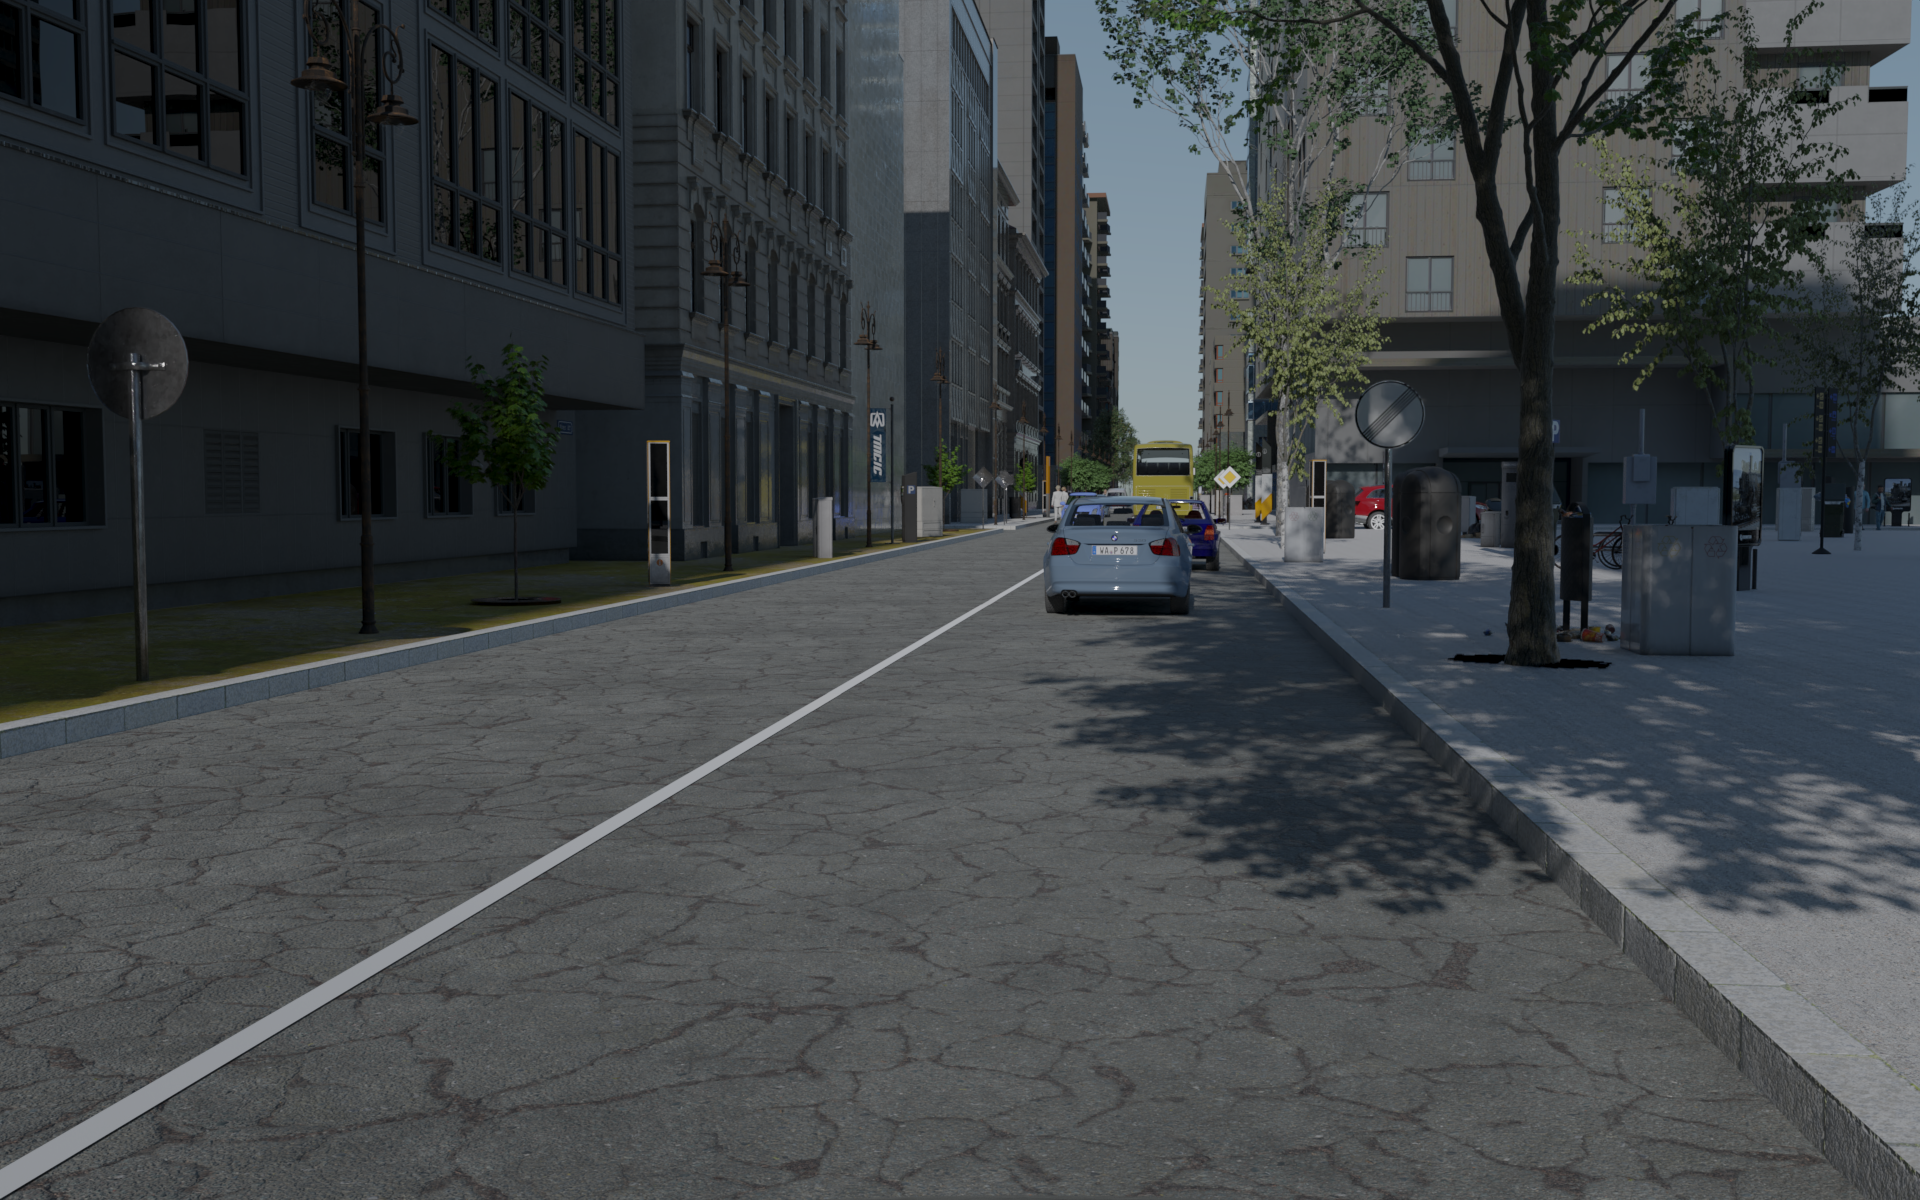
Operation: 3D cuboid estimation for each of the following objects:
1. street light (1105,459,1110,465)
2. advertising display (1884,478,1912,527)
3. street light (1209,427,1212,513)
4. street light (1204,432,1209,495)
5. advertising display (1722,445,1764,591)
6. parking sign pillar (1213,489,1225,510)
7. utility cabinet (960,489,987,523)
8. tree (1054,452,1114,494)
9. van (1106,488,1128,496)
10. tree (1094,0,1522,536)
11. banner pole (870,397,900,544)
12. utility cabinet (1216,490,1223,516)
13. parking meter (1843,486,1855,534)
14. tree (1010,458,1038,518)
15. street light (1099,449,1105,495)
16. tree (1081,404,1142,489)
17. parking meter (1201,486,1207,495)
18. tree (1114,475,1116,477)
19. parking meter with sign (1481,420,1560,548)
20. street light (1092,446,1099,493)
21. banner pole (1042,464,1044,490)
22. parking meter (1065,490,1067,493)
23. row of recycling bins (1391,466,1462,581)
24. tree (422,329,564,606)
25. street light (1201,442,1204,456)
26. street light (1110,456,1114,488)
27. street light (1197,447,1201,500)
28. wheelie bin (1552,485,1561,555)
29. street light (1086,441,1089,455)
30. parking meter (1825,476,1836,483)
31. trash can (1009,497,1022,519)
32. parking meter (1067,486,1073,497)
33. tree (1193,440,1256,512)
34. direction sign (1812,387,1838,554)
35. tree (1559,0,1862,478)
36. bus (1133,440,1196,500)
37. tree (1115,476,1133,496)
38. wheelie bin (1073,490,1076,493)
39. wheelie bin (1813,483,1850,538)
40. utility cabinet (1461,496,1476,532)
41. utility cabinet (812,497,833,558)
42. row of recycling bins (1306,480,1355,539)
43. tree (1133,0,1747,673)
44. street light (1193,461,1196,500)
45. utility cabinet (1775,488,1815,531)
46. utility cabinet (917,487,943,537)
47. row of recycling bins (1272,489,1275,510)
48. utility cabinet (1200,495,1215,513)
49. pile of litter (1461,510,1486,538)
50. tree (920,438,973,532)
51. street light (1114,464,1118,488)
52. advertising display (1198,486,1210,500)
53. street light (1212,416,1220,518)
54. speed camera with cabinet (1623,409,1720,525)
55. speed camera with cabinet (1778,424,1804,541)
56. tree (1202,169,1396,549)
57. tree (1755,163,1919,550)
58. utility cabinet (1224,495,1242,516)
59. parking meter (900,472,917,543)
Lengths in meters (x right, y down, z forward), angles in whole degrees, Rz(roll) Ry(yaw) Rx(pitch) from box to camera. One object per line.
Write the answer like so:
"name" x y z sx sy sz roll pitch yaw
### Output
"street light" 15.642 -13.099 186.964 0.468 5.910 1.993 0 4 7
"advertising display" 37.045 -3.868 68.458 0.974 1.923 0.123 2 4 24
"street light" 15.209 -7.962 102.967 0.468 5.910 1.993 0 4 7
"street light" 16.846 -8.784 116.407 0.468 5.910 1.993 0 4 7
"advertising display" 10.378 -1.086 22.971 0.974 1.923 0.123 -3 5 -43
"parking sign pillar" 20.455 -9.172 138.429 1.447 3.967 1.447 0 4 7
"utility cabinet" 0.607 -4.148 76.497 1.173 1.500 0.318 0 4 -6
"tree" 8.896 -9.153 133.369 4.285 4.588 4.351 0 3 0
"van" 11.281 -7.212 124.922 2.013 2.044 4.112 0 4 8
"tree" 11.232 -11.982 51.788 12.611 20.169 13.585 0 3 0
"banner pole" -1.963 -3.330 44.467 0.863 3.779 0.401 -1 4 -19
"utility cabinet" 15.232 -5.670 101.382 0.318 1.500 1.173 1 4 16
"parking meter" 28.838 -2.927 56.272 0.372 1.533 0.369 0 3 0
"tree" 3.567 -5.949 91.869 1.663 3.219 1.824 0 3 0
"street light" 14.039 -12.311 174.078 0.468 5.910 1.993 0 4 7
"tree" 19.554 -18.629 221.586 9.611 12.733 9.660 0 3 0
"parking meter" 17.335 -7.168 122.913 0.255 1.863 0.399 -2 4 -35
"tree" 11.619 -10.650 157.842 4.285 4.588 4.351 0 3 0
"parking meter with sign" 13.268 -2.746 41.152 1.738 3.016 0.543 3 5 42
"street light" 12.445 -11.523 161.191 0.468 5.910 1.993 0 4 7
"banner pole" 6.961 -9.537 145.950 0.401 3.779 0.863 0 4 -7
"parking meter" 7.597 -6.933 121.762 0.372 1.533 0.369 0 3 0
"row of recycling bins" 7.308 -1.236 27.322 1.069 1.692 3.534 1 4 13
"tree" -5.163 -1.575 20.347 1.663 3.219 1.824 0 3 0
"street light" 18.506 -9.595 129.658 0.468 5.910 1.993 0 4 7
"street light" 17.187 -13.888 199.856 0.468 5.910 1.993 0 4 7
"street light" 20.216 -10.483 144.191 0.468 5.910 1.993 0 4 7
"wheelie bin" 12.085 -1.736 36.284 0.980 1.594 0.693 -1 4 -22
"street light" 10.750 -10.702 147.768 0.468 5.910 1.993 0 4 7
"parking meter" 28.540 -3.130 56.883 0.399 1.863 0.255 -3 5 -41
"trash can" 2.870 -4.809 90.281 0.748 1.137 0.748 0 3 0
"parking meter" 7.572 -6.930 119.021 0.399 1.863 0.255 1 4 12
"tree" 16.292 -7.773 110.800 4.285 4.588 4.351 0 3 0
"direction sign" 18.403 -2.746 36.892 0.876 3.537 0.379 -3 4 -35
"tree" 11.210 -4.597 25.524 4.737 8.622 4.395 0 3 0
"bus" 9.258 -5.316 78.471 2.896 3.916 12.252 0 4 7
"tree" 24.978 -19.105 262.723 4.360 8.622 3.978 0 3 0
"wheelie bin" 8.206 -7.317 127.537 0.693 1.594 0.980 3 4 37
"wheelie bin" 25.790 -2.651 51.256 0.980 1.594 0.693 2 4 27
"utility cabinet" 17.093 -2.919 58.895 0.306 1.237 1.020 -2 4 -24
"utility cabinet" -2.805 -1.470 35.195 0.306 1.237 1.020 -1 4 -12
"row of recycling bins" 10.921 -2.705 51.344 1.069 1.692 3.534 0 4 1
"tree" 4.134 -5.318 12.707 9.928 11.665 9.643 0 3 0
"street light" 23.131 -11.937 167.962 0.468 5.910 1.993 0 4 7
"utility cabinet" 28.540 -3.089 59.184 0.318 1.500 1.173 -3 5 -42
"utility cabinet" -0.937 -2.623 51.570 0.318 1.500 1.173 2 4 30
"row of recycling bins" 25.477 -8.292 142.682 1.069 1.692 3.534 1 4 12
"utility cabinet" 17.150 -6.654 119.957 1.020 1.237 0.306 2 4 26
"pile of litter" 15.370 -2.224 50.321 1.719 0.858 1.176 2 4 34
"tree" -0.639 -3.973 59.555 1.663 3.219 1.824 0 3 0
"street light" 18.872 -14.691 212.991 0.468 5.910 1.993 0 4 7
"advertising display" 18.961 -7.917 134.656 0.974 1.923 0.123 -1 4 -15
"street light" 13.520 -7.175 90.092 0.468 5.910 1.993 0 4 7
"speed camera with cabinet" 16.560 -2.813 40.333 2.038 3.252 0.660 1 4 14
"speed camera with cabinet" 23.048 -3.285 48.042 0.660 3.252 2.038 2 4 25
"tree" 7.798 -5.491 40.137 4.737 8.622 4.395 0 3 0
"tree" 20.476 -5.448 39.432 4.360 8.622 3.978 0 3 0
"utility cabinet" 16.300 -5.635 103.293 1.020 1.237 0.306 -1 4 -14
"parking meter" -1.345 -2.443 45.651 0.399 1.863 0.255 -1 4 -22
